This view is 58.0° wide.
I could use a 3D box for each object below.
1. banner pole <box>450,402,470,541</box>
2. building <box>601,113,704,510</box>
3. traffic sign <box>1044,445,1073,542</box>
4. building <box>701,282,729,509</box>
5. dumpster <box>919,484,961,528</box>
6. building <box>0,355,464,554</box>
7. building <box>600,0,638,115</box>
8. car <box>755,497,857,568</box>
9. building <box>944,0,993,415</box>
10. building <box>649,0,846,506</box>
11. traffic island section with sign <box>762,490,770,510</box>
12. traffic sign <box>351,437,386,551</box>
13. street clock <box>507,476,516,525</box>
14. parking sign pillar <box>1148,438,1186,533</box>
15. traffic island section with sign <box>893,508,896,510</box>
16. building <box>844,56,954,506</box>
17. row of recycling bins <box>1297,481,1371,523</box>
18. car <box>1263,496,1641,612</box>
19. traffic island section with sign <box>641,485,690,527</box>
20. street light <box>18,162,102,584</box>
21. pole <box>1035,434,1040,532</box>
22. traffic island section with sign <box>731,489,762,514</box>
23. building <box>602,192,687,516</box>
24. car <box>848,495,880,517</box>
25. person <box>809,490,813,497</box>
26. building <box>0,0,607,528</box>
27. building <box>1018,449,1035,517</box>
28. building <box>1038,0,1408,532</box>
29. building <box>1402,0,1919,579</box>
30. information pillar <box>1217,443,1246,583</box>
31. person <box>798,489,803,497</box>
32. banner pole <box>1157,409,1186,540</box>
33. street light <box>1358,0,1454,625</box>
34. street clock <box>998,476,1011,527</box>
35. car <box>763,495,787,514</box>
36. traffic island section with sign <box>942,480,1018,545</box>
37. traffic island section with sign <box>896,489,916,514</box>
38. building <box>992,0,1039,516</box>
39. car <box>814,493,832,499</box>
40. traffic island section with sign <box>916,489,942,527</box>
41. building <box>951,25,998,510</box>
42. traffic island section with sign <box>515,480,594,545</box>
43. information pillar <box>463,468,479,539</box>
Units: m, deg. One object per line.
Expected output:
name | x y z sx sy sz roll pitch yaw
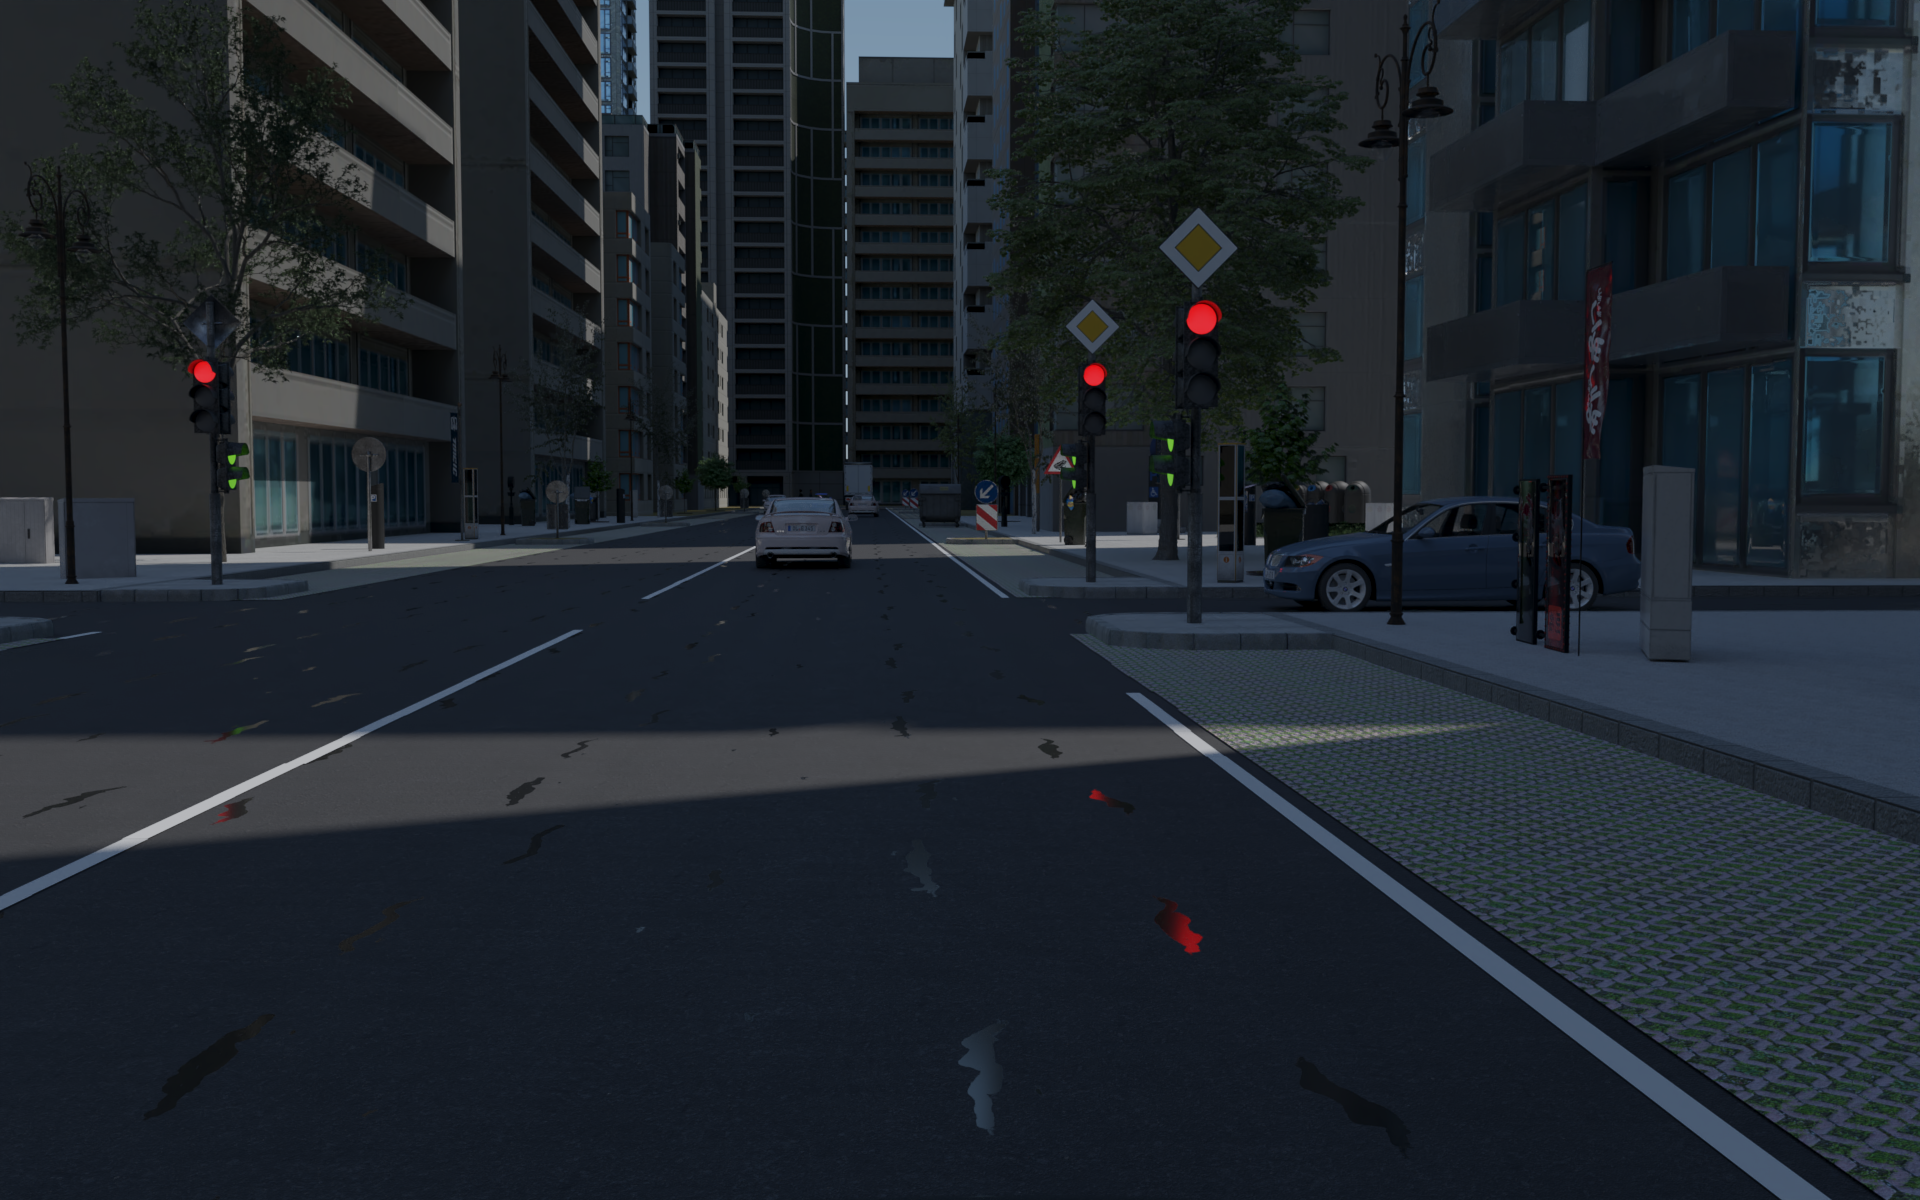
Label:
banner pole | -13.625 -3.482 46.951 0.401 3.779 0.863 0 4 8
building | -27.813 -22.221 135.007 14.160 30.474 14.107 0 4 -3
traffic sign | 2.665 -2.804 45.845 0.884 2.594 0.081 0 4 1
building | -36.914 -19.186 158.733 28.899 21.520 27.650 0 4 -3
dumpster | -0.851 -4.012 73.805 1.865 1.857 1.264 0 4 -2
building | -26.588 -25.799 45.511 21.300 48.544 21.600 0 4 -3
building | -49.013 -53.809 192.441 31.000 86.520 22.319 0 4 -3
car | -3.111 -1.380 34.919 2.083 1.381 4.827 0 4 -3
building | 13.438 -34.952 160.704 28.713 52.752 27.495 0 4 -3
building | -23.207 -46.198 193.587 20.611 71.187 20.563 0 4 -3
traffic island section with sign | -17.100 -8.841 153.171 1.989 1.847 2.006 0 4 -3
traffic sign | -13.221 -2.363 38.745 0.768 2.556 0.104 0 4 -1
street clock | -18.408 -4.066 71.049 0.358 2.002 0.471 0 4 -7
parking sign pillar | 6.740 -4.201 57.158 1.447 3.967 1.447 3 4 38
traffic island section with sign | -4.955 -8.885 153.898 1.989 1.847 2.006 0 4 -3
building | -2.188 -35.031 196.463 21.600 48.544 21.300 0 4 -3
row of recycling bins | 11.786 -2.963 55.564 1.069 1.692 3.534 -2 4 -32
car | 6.010 -0.573 21.377 4.499 1.417 2.014 0 4 -3
traffic island section with sign | -13.015 -4.166 76.735 1.989 1.847 2.006 0 4 -3
street light | -12.680 -3.166 24.546 0.468 5.910 1.993 0 4 -3
pole | 2.637 -3.996 59.177 0.158 3.312 0.155 0 3 0
traffic island section with sign | -15.649 -7.190 126.182 1.989 1.847 2.006 0 4 -3
building | -33.339 -16.394 113.082 27.650 21.520 28.899 0 4 -3
car | -6.044 -5.899 108.816 2.083 1.381 4.827 0 4 -2
person | -12.596 -8.450 146.676 0.705 1.821 1.348 0 4 7
building | -29.260 -27.999 81.484 21.300 48.544 21.600 0 4 -3
building | 14.155 -39.823 89.353 20.563 71.187 20.611 0 4 -3
building | 9.782 -23.309 64.697 14.154 41.232 14.086 0 4 -3
building | 24.843 -25.403 34.951 30.456 49.044 23.786 0 4 -3
information pillar | 3.917 -1.256 25.030 0.304 2.012 0.304 2 4 33
person | -14.103 -8.861 153.003 0.705 1.869 1.348 1 4 18
banner pole | 5.916 -3.583 48.600 0.863 3.779 0.401 1 4 18
street light | 4.291 -2.696 16.861 0.468 5.910 1.993 0 4 -3
street clock | 1.734 -3.864 67.747 0.471 2.002 0.358 -2 4 -30
car | -13.619 -7.125 128.856 2.083 1.381 4.827 0 4 -4
traffic island section with sign | 0.604 -2.517 49.773 1.989 1.847 2.006 0 4 -3
traffic island section with sign | -3.498 -7.230 126.839 1.989 1.847 2.006 0 4 -3
building | 9.437 -28.044 108.631 14.600 45.320 14.200 0 4 -3
car | -12.824 -9.220 160.333 1.945 1.707 3.694 0 4 -1
traffic island section with sign | -0.829 -4.170 76.815 1.989 1.847 2.006 0 4 -3
building | 11.223 -50.009 130.321 22.319 86.520 31.000 0 4 -3
traffic island section with sign | -11.560 -2.507 49.612 1.989 1.847 2.006 0 4 -3
information pillar | -13.836 -2.722 49.001 0.304 2.012 0.304 0 4 7
